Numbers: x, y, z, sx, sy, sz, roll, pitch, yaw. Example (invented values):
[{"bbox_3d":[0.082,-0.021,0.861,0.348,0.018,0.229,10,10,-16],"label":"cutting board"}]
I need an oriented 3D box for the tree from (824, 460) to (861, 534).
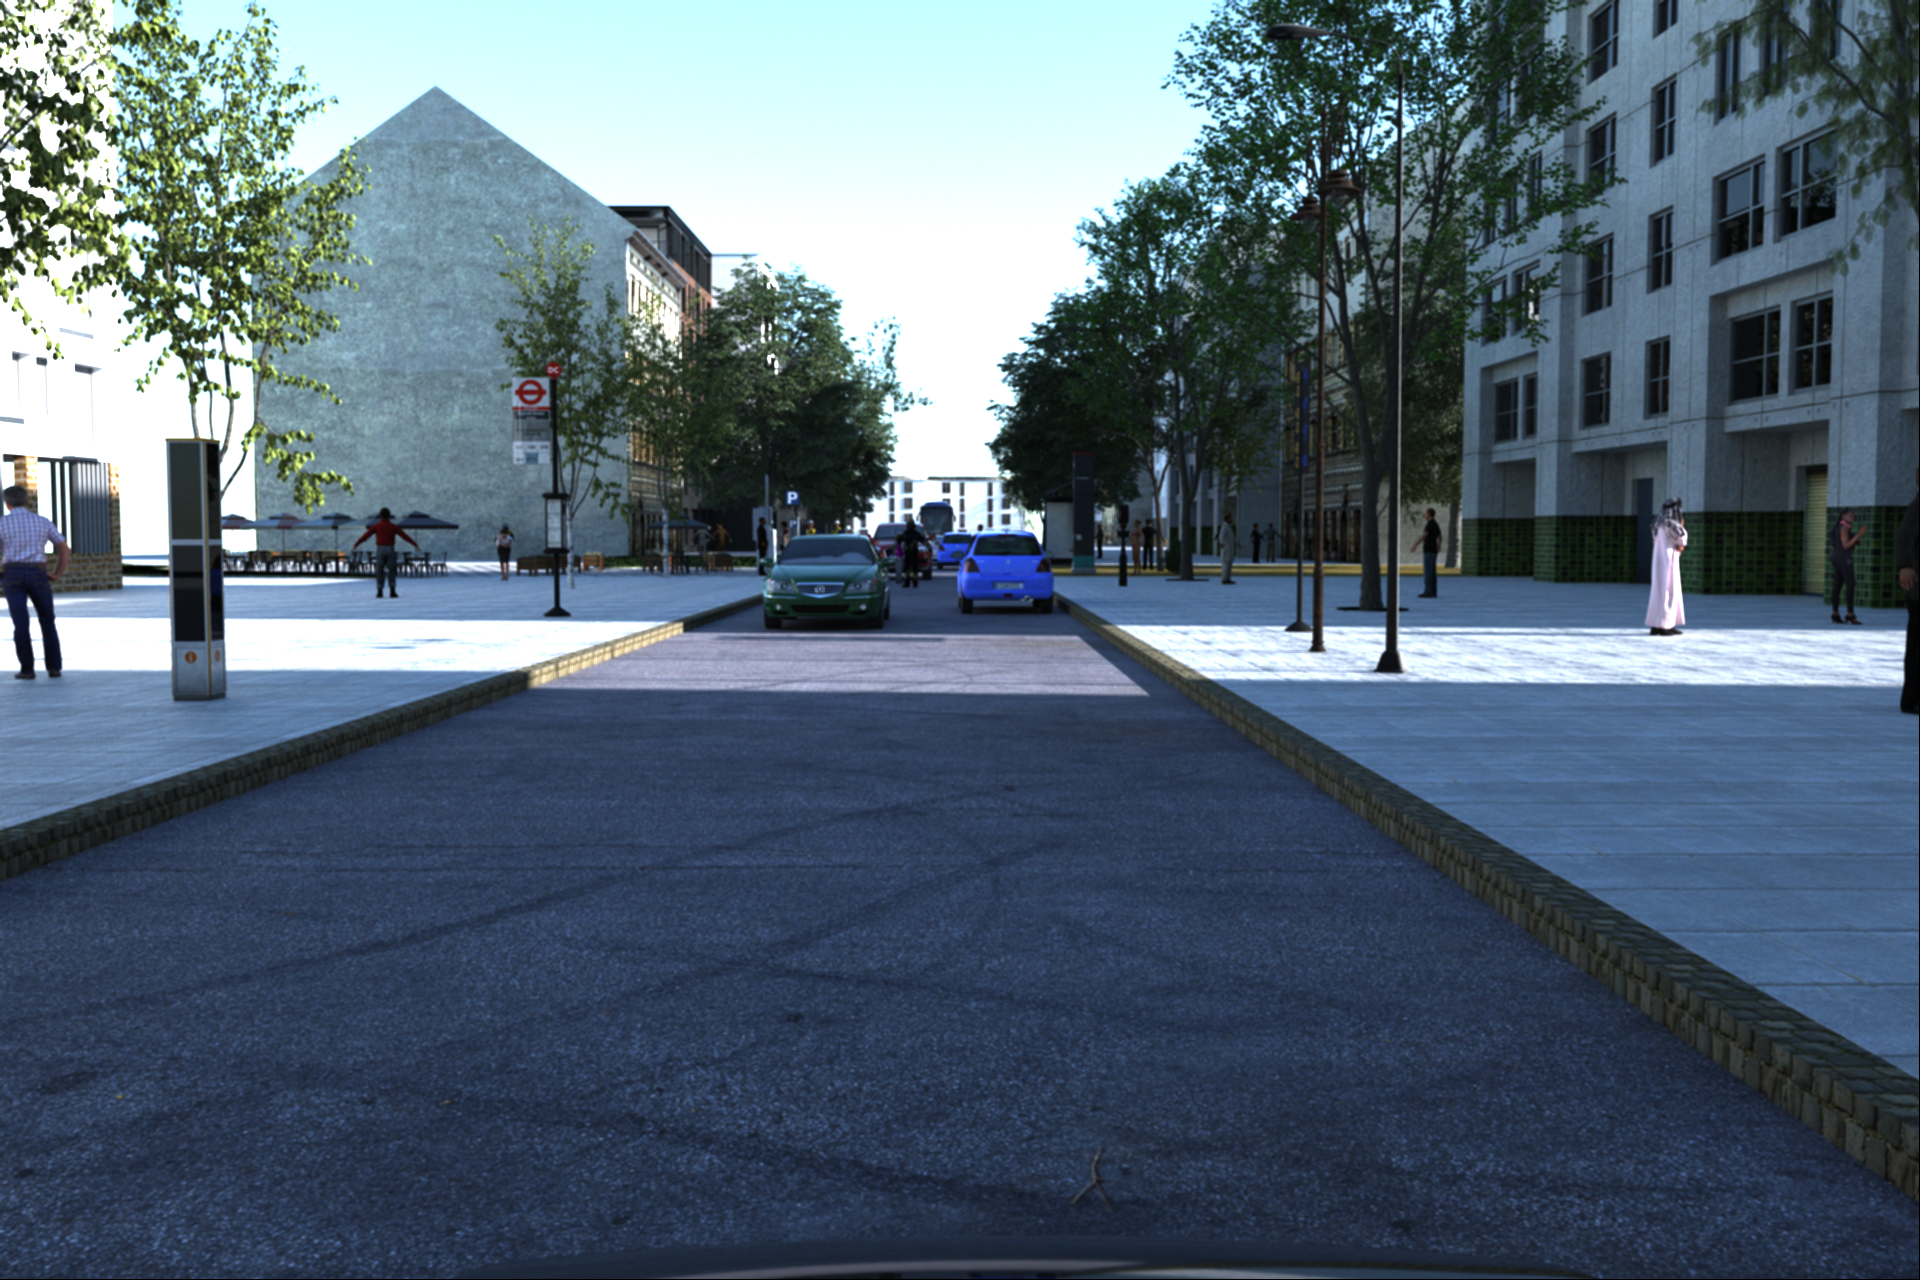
[{"bbox_3d":[-9.158,-10.126,115.926,4.360,8.622,3.978,0,3,0],"label":"tree"}]

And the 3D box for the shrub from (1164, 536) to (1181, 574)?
[{"bbox_3d":[7.017,-2.738,55.878,1.383,1.207,1.383,0,3,0],"label":"shrub"}]

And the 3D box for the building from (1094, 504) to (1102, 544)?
[{"bbox_3d":[22.596,-22.701,227.573,16.016,20.090,11.380,0,4,0],"label":"building"}]

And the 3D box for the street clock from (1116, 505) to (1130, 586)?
[{"bbox_3d":[4.017,-2.327,42.617,0.358,2.002,0.471,0,3,0],"label":"street clock"}]

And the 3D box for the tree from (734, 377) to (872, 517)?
[{"bbox_3d":[-8.984,-9.914,96.502,8.767,10.594,7.601,0,4,3],"label":"tree"}]

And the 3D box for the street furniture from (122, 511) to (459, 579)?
[{"bbox_3d":[-28.308,-3.164,56.753,14.083,1.986,27.439,-3,5,-45],"label":"street furniture"}]

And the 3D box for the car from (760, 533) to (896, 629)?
[{"bbox_3d":[-2.076,-0.976,27.761,2.131,1.459,4.920,0,4,-1],"label":"car"}]

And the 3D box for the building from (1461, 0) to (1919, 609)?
[{"bbox_3d":[24.035,-10.473,37.696,16.747,18.905,31.486,0,4,0],"label":"building"}]

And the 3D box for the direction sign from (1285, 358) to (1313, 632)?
[{"bbox_3d":[4.478,-1.881,22.753,0.379,3.537,0.876,0,3,0],"label":"direction sign"}]

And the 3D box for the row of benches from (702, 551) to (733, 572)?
[{"bbox_3d":[-8.534,-2.776,60.856,1.422,0.672,4.104,-1,4,-14],"label":"row of benches"}]

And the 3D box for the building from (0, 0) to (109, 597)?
[{"bbox_3d":[-24.392,-10.435,27.030,16.016,20.090,11.380,0,4,-1],"label":"building"}]

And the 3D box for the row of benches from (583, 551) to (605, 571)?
[{"bbox_3d":[-13.011,-2.821,61.588,1.422,0.672,4.104,-1,4,-10],"label":"row of benches"}]

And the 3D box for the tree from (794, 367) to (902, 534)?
[{"bbox_3d":[-9.110,-13.789,132.110,9.857,13.997,8.962,0,3,0],"label":"tree"}]

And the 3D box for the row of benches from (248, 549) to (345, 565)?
[{"bbox_3d":[-27.384,-3.439,71.692,4.104,0.672,1.422,0,4,7],"label":"row of benches"}]

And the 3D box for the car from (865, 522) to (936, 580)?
[{"bbox_3d":[-1.908,-2.871,55.616,2.281,1.827,5.304,0,4,-1],"label":"car"}]

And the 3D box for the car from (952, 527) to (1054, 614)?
[{"bbox_3d":[0.817,-1.404,32.551,1.945,1.707,3.694,0,4,-1],"label":"car"}]

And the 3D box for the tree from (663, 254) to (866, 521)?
[{"bbox_3d":[-8.906,-10.635,80.532,9.857,13.997,8.962,0,3,0],"label":"tree"}]

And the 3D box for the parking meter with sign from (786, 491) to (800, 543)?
[{"bbox_3d":[-6.804,-4.580,71.136,0.543,3.016,1.738,0,4,-1],"label":"parking meter with sign"}]

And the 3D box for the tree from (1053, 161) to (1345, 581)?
[{"bbox_3d":[6.362,-7.440,47.392,9.928,11.665,9.643,0,3,0],"label":"tree"}]

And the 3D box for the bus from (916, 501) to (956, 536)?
[{"bbox_3d":[-1.732,-8.651,132.998,2.896,3.916,12.251,0,4,0],"label":"bus"}]

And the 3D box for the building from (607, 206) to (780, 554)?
[{"bbox_3d":[-28.573,-17.149,124.361,27.936,21.610,32.646,0,3,0],"label":"building"}]

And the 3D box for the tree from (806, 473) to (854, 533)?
[{"bbox_3d":[-9.199,-10.597,123.630,4.737,8.622,4.395,0,3,0],"label":"tree"}]

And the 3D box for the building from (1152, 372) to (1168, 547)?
[{"bbox_3d":[25.533,-19.946,182.533,16.016,20.090,11.380,0,4,-1],"label":"building"}]

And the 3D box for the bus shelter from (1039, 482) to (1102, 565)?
[{"bbox_3d":[4.415,-4.665,70.198,2.014,3.302,5.546,0,4,-2],"label":"bus shelter"}]

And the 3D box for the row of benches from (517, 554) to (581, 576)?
[{"bbox_3d":[-13.074,-2.441,55.370,1.422,0.672,4.104,0,4,8],"label":"row of benches"}]

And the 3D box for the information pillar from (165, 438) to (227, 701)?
[{"bbox_3d":[-5.910,-0.545,13.405,0.304,2.012,0.304,0,4,-1],"label":"information pillar"}]

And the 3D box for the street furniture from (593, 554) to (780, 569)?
[{"bbox_3d":[-8.816,-3.137,66.918,10.072,0.657,5.734,0,4,2],"label":"street furniture"}]

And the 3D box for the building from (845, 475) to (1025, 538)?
[{"bbox_3d":[-4.665,-18.527,247.526,28.070,9.664,9.099,0,4,-1],"label":"building"}]

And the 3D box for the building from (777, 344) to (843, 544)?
[{"bbox_3d":[-28.704,-21.952,202.890,27.936,21.610,32.646,0,4,0],"label":"building"}]

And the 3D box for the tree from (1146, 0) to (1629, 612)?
[{"bbox_3d":[6.976,-6.306,28.862,9.928,11.665,9.643,0,3,0],"label":"tree"}]

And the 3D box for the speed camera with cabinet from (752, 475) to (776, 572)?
[{"bbox_3d":[-6.630,-3.935,58.668,0.660,3.252,2.038,0,4,1],"label":"speed camera with cabinet"}]

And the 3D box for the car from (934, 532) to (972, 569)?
[{"bbox_3d":[-0.096,-3.792,71.582,1.945,1.707,3.694,0,4,0],"label":"car"}]

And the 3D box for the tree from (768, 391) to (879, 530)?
[{"bbox_3d":[-8.818,-10.535,106.663,8.767,10.594,7.601,1,4,14],"label":"tree"}]

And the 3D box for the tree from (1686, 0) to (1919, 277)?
[{"bbox_3d":[6.651,-3.721,11.209,4.360,8.622,3.978,0,3,0],"label":"tree"}]

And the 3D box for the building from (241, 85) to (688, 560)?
[{"bbox_3d":[-25.815,-16.119,94.467,19.493,23.208,18.063,0,4,-1],"label":"building"}]

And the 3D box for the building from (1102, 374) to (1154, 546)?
[{"bbox_3d":[26.017,-22.240,194.558,19.493,23.208,18.063,0,4,0],"label":"building"}]

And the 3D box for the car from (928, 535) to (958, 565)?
[{"bbox_3d":[-1.022,-4.224,81.429,2.083,1.381,4.827,0,4,0],"label":"car"}]

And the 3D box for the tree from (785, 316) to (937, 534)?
[{"bbox_3d":[-7.837,-17.943,149.259,12.611,20.169,13.585,0,3,0],"label":"tree"}]

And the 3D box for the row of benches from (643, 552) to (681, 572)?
[{"bbox_3d":[-10.405,-2.762,60.624,1.422,0.672,4.104,0,4,2],"label":"row of benches"}]

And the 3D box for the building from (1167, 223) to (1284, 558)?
[{"bbox_3d":[23.115,-14.723,107.183,16.747,18.905,31.486,0,3,0],"label":"building"}]

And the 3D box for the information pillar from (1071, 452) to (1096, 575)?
[{"bbox_3d":[3.928,-4.015,55.026,0.750,3.857,0.750,0,4,0],"label":"information pillar"}]

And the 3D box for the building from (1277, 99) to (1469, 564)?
[{"bbox_3d":[26.175,-15.325,81.488,19.493,23.208,18.063,0,4,-1],"label":"building"}]
